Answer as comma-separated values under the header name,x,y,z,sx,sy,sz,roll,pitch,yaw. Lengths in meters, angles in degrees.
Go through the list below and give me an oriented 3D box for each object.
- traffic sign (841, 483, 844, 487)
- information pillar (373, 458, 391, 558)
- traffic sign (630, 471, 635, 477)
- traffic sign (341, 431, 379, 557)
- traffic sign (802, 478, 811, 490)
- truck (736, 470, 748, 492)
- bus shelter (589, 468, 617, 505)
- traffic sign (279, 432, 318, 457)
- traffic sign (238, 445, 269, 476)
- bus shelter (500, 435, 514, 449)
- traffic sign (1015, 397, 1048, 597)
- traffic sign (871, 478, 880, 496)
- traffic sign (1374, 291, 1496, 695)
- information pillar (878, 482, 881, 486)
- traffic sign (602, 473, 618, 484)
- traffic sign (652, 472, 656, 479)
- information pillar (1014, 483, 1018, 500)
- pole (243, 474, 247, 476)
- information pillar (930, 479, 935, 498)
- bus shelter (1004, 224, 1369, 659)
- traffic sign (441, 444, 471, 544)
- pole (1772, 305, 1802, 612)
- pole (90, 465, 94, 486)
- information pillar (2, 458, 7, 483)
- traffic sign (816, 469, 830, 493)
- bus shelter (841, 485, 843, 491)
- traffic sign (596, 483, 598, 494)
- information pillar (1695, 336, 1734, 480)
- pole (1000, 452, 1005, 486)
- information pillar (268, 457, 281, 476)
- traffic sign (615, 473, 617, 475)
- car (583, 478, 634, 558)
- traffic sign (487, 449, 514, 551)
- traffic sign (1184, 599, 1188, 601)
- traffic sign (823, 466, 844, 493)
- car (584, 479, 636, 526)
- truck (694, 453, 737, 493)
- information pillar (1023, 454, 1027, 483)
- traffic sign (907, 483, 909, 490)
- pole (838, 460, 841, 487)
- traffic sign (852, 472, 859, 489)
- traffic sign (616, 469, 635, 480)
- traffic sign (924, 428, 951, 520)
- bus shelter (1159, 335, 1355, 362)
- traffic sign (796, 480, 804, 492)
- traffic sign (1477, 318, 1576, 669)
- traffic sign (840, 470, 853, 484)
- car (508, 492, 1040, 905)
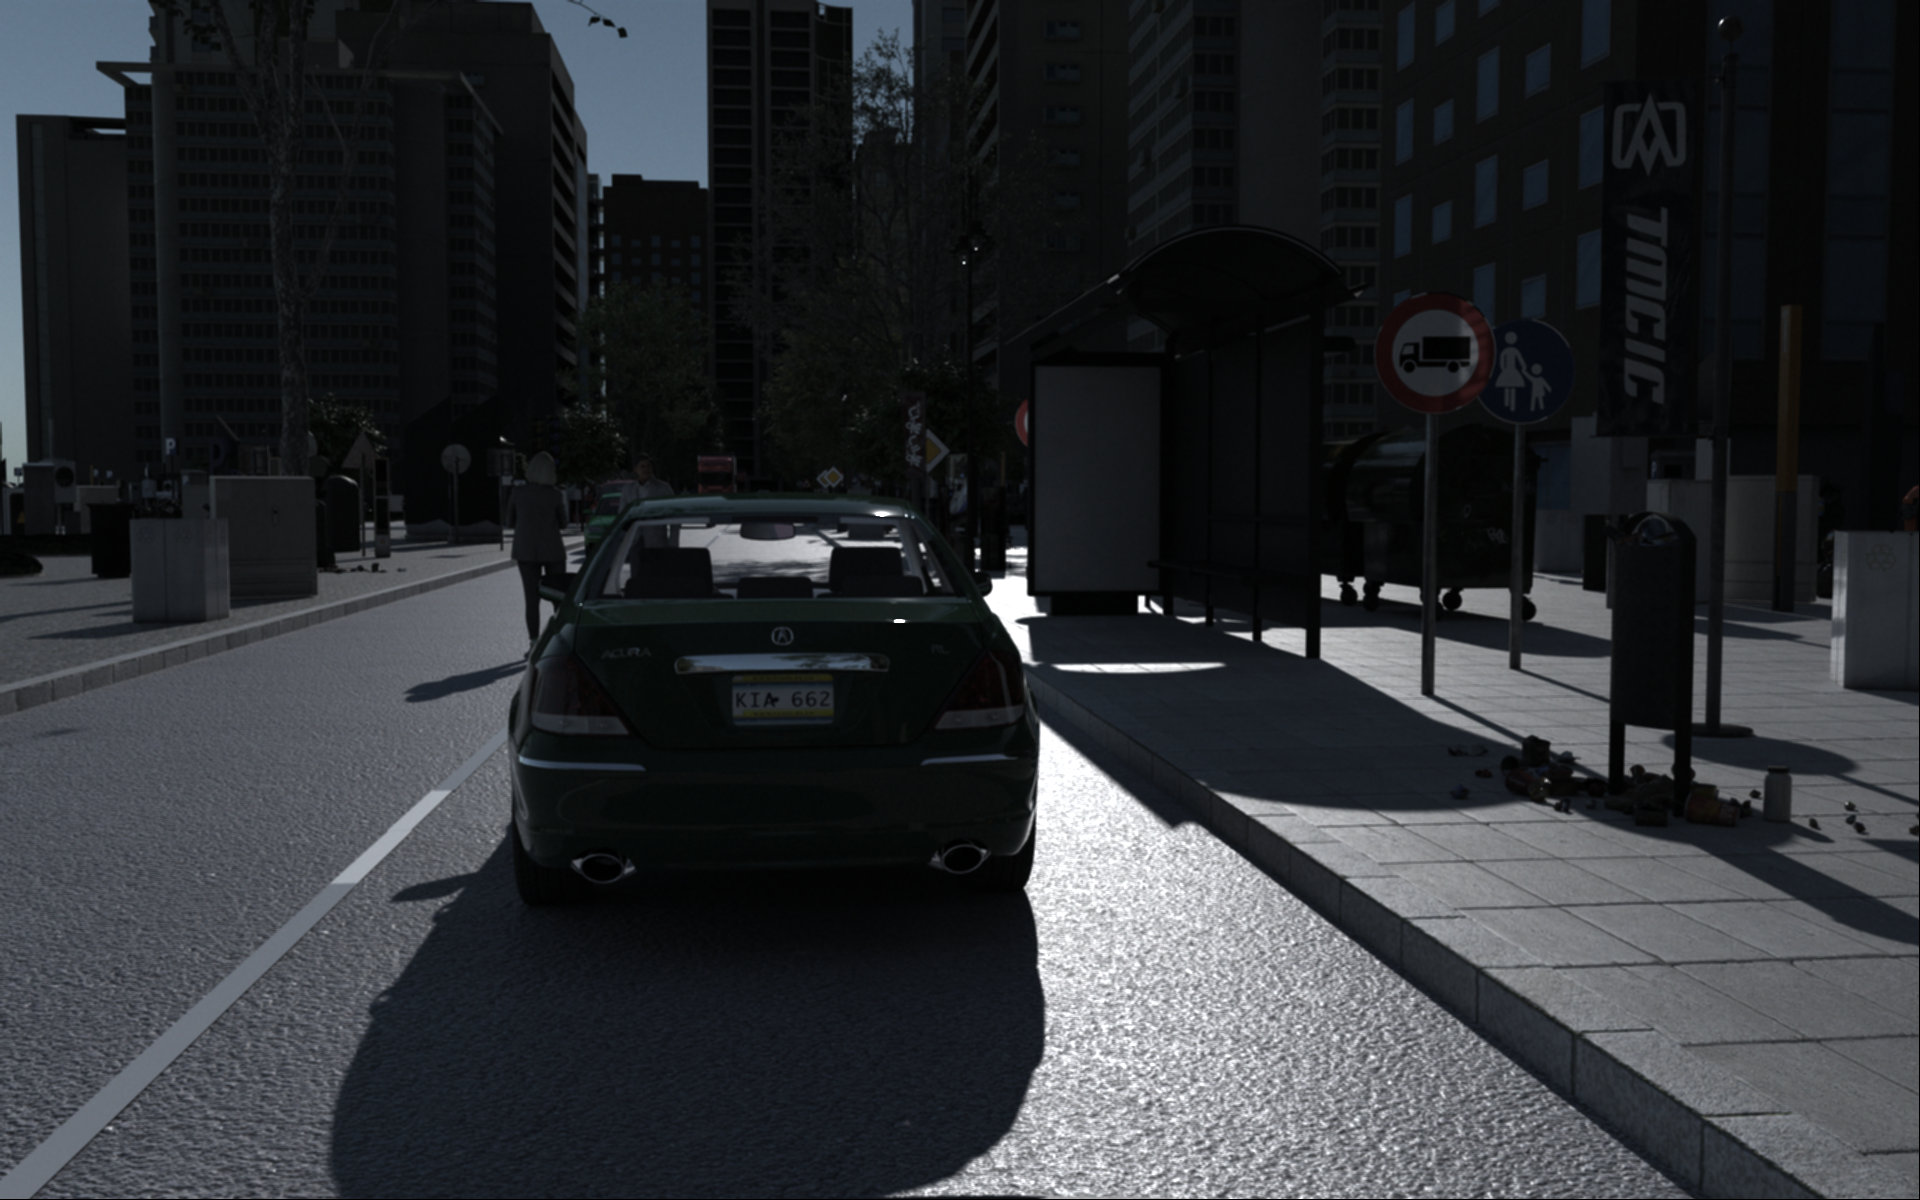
name,x,y,z,sx,sy,sz,roll,pitch,yaw
traffic sign,-6.755,-6.142,101.611,0.795,2.450,0.064,0,4,1
information pillar,-11.701,-1.869,35.045,0.304,2.012,0.304,-1,4,-20
traffic sign,-17.852,-5.813,95.147,0.768,2.556,0.104,0,4,-3
traffic sign,-12.245,-2.171,35.501,0.884,2.594,0.081,0,4,-2
traffic sign,-12.272,-8.487,138.758,0.884,2.594,0.081,0,4,2
truck,-26.270,-13.078,202.743,2.839,4.237,11.283,0,4,-7
bus shelter,-19.747,-7.035,92.661,2.179,5.291,8.768,0,4,-6
traffic sign,-12.849,-2.050,33.628,0.768,2.556,0.104,0,4,3
traffic sign,-14.822,-2.094,36.369,0.606,2.300,0.079,0,4,-6
bus shelter,-14.886,-3.575,52.381,2.014,3.302,5.546,0,4,-6
traffic sign,1.058,-1.310,21.524,0.768,2.556,0.104,0,4,-6
traffic sign,-3.404,-4.272,71.038,0.795,2.450,0.064,0,4,3
traffic sign,2.995,-0.667,11.014,0.768,2.556,0.104,0,4,1
information pillar,-4.923,-7.150,108.260,0.504,3.616,0.183,-1,4,-21
traffic sign,-12.487,-3.527,61.316,0.795,2.450,0.064,0,4,-6
traffic sign,-16.247,-5.565,90.991,0.884,2.594,0.081,0,4,-5
information pillar,3.702,-6.583,112.120,0.304,2.012,0.304,-1,4,-12
pole,-36.499,-5.785,88.435,0.158,3.312,0.155,0,3,0
information pillar,-1.252,-5.117,75.012,0.183,3.616,0.504,2,4,31
bus shelter,1.775,-1.337,15.776,2.014,3.302,5.546,0,4,-6
traffic sign,-12.811,-2.686,44.028,0.768,2.556,0.104,0,4,3
pole,8.981,-1.527,18.802,0.158,3.312,0.155,0,3,0
pole,-60.355,-7.747,120.511,0.158,3.312,0.155,0,3,0
information pillar,-62.310,-7.429,112.823,0.183,3.616,0.504,1,4,15
traffic sign,-5.443,-4.066,70.129,0.795,2.450,0.064,0,4,-6
bus shelter,-9.081,-8.912,139.626,2.014,3.302,5.546,0,4,-7
traffic sign,-15.633,-4.562,74.698,0.768,2.556,0.104,0,4,-4
information pillar,11.246,-2.108,25.824,0.504,3.616,0.183,2,4,34
pole,2.054,-5.479,83.429,0.158,3.312,0.155,0,3,0
information pillar,-13.612,-1.848,34.708,0.304,2.012,0.304,1,4,21
traffic sign,-20.467,-6.304,103.079,0.884,2.594,0.081,0,4,3
car,-7.408,-1.842,38.916,1.959,1.807,4.718,0,4,-7
traffic sign,-10.368,-2.264,39.139,0.606,2.300,0.079,0,4,0
traffic sign,2.737,-1.265,20.794,0.768,2.556,0.104,0,4,1
traffic sign,-4.541,-3.581,62.195,0.795,2.450,0.064,0,4,-6
car,-8.461,-2.201,44.654,2.281,1.827,5.304,0,4,-7
truck,-16.785,-8.002,119.751,2.839,4.237,11.283,0,4,-7
information pillar,3.904,-6.712,101.090,0.504,3.616,0.183,3,4,39
traffic sign,-1.880,-3.841,62.900,0.768,2.556,0.104,0,4,3
pole,-6.998,-6.538,100.744,0.158,3.312,0.155,0,3,0
traffic sign,-6.090,-6.008,98.338,0.768,2.556,0.104,0,4,-3
traffic sign,-13.388,-4.013,69.251,0.795,2.450,0.064,0,4,-6
traffic sign,-0.560,-1.785,30.366,0.795,2.450,0.064,0,4,-4
bus shelter,3.709,-3.029,27.160,2.179,5.291,8.768,0,4,-7
traffic sign,-13.121,-8.722,142.705,0.768,2.556,0.104,0,4,-3
traffic sign,4.082,-0.768,12.658,0.768,2.556,0.104,0,4,-1
traffic sign,-6.046,-5.608,91.802,0.768,2.556,0.104,0,4,-4
car,-0.827,0.259,7.557,2.131,1.459,4.920,0,4,-7
